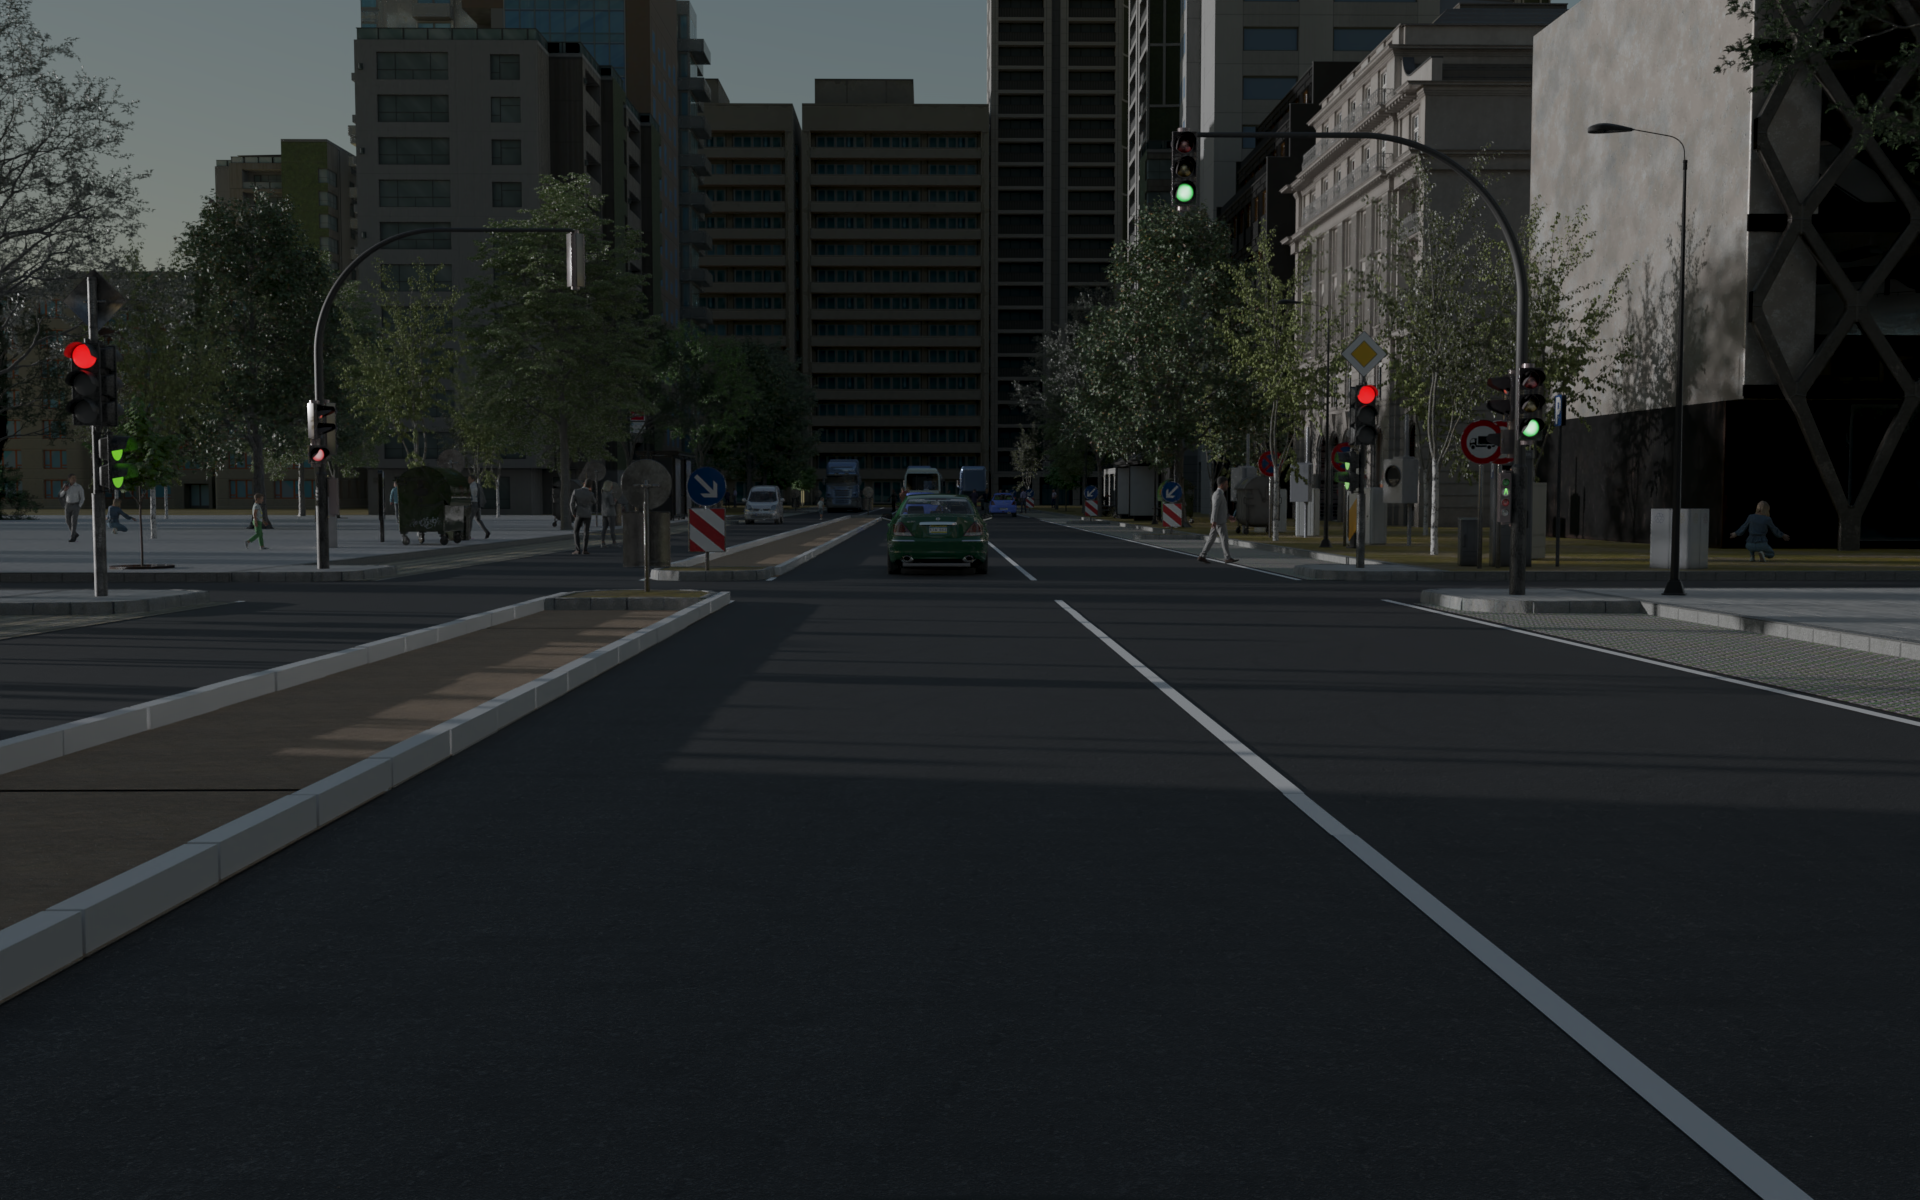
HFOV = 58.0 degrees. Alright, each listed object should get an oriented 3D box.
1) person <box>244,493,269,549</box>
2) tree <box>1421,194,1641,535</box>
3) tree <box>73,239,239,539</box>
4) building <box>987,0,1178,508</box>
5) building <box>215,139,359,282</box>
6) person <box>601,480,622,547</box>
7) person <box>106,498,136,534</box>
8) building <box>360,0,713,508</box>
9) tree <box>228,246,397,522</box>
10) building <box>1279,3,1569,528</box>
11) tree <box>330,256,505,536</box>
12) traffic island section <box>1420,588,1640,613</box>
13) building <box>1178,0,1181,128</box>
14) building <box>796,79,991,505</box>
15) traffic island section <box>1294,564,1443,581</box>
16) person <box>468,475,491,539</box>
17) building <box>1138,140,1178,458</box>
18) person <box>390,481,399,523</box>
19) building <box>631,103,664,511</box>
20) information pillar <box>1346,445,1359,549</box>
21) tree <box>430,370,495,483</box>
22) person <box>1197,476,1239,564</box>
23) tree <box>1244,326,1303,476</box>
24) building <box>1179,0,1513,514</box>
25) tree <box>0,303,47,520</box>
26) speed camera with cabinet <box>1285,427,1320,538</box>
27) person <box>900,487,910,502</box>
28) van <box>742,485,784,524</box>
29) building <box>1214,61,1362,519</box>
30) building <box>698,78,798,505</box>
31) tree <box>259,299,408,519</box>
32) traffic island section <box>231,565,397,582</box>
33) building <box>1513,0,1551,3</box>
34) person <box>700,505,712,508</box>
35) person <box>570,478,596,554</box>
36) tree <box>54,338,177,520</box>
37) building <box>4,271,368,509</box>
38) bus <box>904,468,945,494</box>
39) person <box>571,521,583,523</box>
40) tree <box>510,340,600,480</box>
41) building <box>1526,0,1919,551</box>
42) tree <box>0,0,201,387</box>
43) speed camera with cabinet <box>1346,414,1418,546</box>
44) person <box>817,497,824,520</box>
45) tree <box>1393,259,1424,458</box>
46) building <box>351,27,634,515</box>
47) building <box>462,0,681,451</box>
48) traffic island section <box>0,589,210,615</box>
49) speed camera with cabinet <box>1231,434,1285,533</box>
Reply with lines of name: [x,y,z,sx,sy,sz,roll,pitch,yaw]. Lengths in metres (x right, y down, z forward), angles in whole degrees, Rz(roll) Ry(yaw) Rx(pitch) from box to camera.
person: [-16.266,-1.818,40.022,0.590,1.304,0.306,-3,5,-44]
tree: [14.672,-5.704,43.615,4.737,8.622,4.395,0,3,0]
tree: [-22.982,-6.075,49.694,4.737,8.622,4.395,0,3,0]
building: [13.690,-46.947,205.842,20.611,71.187,20.563,0,4,-1]
building: [-78.002,-31.733,202.430,14.086,41.232,14.154,0,4,-1]
person: [-9.413,-2.319,46.594,0.526,1.800,0.537,-2,4,-27]
person: [-27.229,-2.711,55.871,1.012,1.151,0.738,1,4,16]
building: [-38.717,-33.045,159.894,30.456,49.044,23.786,0,4,-1]
tree: [-30.139,-9.897,79.949,7.486,12.596,7.792,0,3,0]
building: [23.226,-14.407,77.349,13.314,21.916,24.055,0,4,-1]
tree: [-16.790,-6.267,52.821,4.737,8.622,4.395,0,3,0]
traffic island section: [7.118,0.011,22.109,2.009,0.180,2.903,0,4,-1]
building: [24.759,-44.188,160.717,20.563,71.187,20.611,0,4,-1]
building: [-7.411,-35.622,206.115,21.600,48.544,21.300,0,4,-1]
traffic island section: [6.976,-0.478,30.092,2.009,0.180,2.903,0,4,-1]
person: [-13.771,-2.637,49.252,0.850,1.850,0.679,0,4,7]
building: [21.646,-22.796,144.419,14.160,30.474,14.107,0,4,-1]
person: [-24.784,-4.302,76.251,0.638,1.841,0.748,0,4,1]
building: [-29.608,-21.640,125.508,14.160,30.474,14.107,0,4,-1]
information pillar: [9.323,-3.022,40.765,0.183,3.616,0.504,-1,4,-18]
tree: [-28.737,-9.261,101.774,4.360,8.622,3.978,0,3,0]
person: [5.321,-1.644,35.647,0.850,1.792,0.678,0,4,2]
tree: [12.928,-7.650,75.448,4.360,8.622,3.978,0,3,0]
building: [26.049,-35.450,121.612,21.231,58.520,28.212,0,4,-1]
tree: [-54.998,-11.374,87.778,18.604,14.587,13.155,0,4,-5]
speed camera with cabinet: [10.323,-3.516,51.815,0.660,3.252,2.038,1,4,21]
person: [-2.955,-5.261,94.487,0.573,1.828,0.580,3,5,42]
van: [-9.423,-4.668,83.328,2.013,2.044,4.112,0,4,-2]
building: [21.768,-16.362,97.188,12.332,23.373,15.834,0,4,-1]
building: [-29.453,-35.605,205.839,21.600,48.544,21.300,0,4,-1]
tree: [-32.965,-10.092,90.764,9.928,11.665,9.643,0,3,0]
traffic island section: [-10.963,-0.459,29.779,2.009,0.180,2.903,0,4,-1]
building: [59.192,-46.996,206.644,20.611,71.187,20.563,0,4,-1]
person: [-10.538,-3.832,71.554,0.834,1.777,0.661,-2,4,-34]
person: [-8.972,-1.989,41.207,0.592,1.802,0.473,0,4,4]
tree: [-38.245,-7.797,77.841,4.360,8.622,3.978,0,3,0]
building: [-68.464,-19.189,158.775,28.899,21.520,27.650,0,4,-1]
bus: [-2.637,-8.230,129.413,2.948,3.499,13.247,0,4,0]
person: [-17.090,-4.372,77.326,0.655,1.846,0.447,2,4,24]
tree: [-18.951,-8.133,83.344,4.737,8.622,4.395,0,3,0]
building: [26.063,-10.872,45.202,16.811,18.784,16.820,0,4,-1]
tree: [-22.658,-7.803,37.950,12.009,13.543,11.850,0,3,0]
speed camera with cabinet: [10.588,-3.012,43.574,0.660,3.252,2.038,-2,4,-30]
person: [-7.768,-5.108,96.695,0.352,1.250,0.332,-3,5,-40]
tree: [14.534,-6.301,53.377,4.737,8.622,4.395,0,3,0]
building: [-29.599,-20.778,111.424,14.160,30.474,14.107,0,4,-1]
building: [-30.557,-29.919,139.286,14.600,45.320,14.200,0,4,-1]
traffic island section: [-10.821,0.030,21.795,2.009,0.180,2.903,0,4,-1]
speed camera with cabinet: [9.894,-3.851,57.302,2.038,3.252,0.660,-2,4,-34]
